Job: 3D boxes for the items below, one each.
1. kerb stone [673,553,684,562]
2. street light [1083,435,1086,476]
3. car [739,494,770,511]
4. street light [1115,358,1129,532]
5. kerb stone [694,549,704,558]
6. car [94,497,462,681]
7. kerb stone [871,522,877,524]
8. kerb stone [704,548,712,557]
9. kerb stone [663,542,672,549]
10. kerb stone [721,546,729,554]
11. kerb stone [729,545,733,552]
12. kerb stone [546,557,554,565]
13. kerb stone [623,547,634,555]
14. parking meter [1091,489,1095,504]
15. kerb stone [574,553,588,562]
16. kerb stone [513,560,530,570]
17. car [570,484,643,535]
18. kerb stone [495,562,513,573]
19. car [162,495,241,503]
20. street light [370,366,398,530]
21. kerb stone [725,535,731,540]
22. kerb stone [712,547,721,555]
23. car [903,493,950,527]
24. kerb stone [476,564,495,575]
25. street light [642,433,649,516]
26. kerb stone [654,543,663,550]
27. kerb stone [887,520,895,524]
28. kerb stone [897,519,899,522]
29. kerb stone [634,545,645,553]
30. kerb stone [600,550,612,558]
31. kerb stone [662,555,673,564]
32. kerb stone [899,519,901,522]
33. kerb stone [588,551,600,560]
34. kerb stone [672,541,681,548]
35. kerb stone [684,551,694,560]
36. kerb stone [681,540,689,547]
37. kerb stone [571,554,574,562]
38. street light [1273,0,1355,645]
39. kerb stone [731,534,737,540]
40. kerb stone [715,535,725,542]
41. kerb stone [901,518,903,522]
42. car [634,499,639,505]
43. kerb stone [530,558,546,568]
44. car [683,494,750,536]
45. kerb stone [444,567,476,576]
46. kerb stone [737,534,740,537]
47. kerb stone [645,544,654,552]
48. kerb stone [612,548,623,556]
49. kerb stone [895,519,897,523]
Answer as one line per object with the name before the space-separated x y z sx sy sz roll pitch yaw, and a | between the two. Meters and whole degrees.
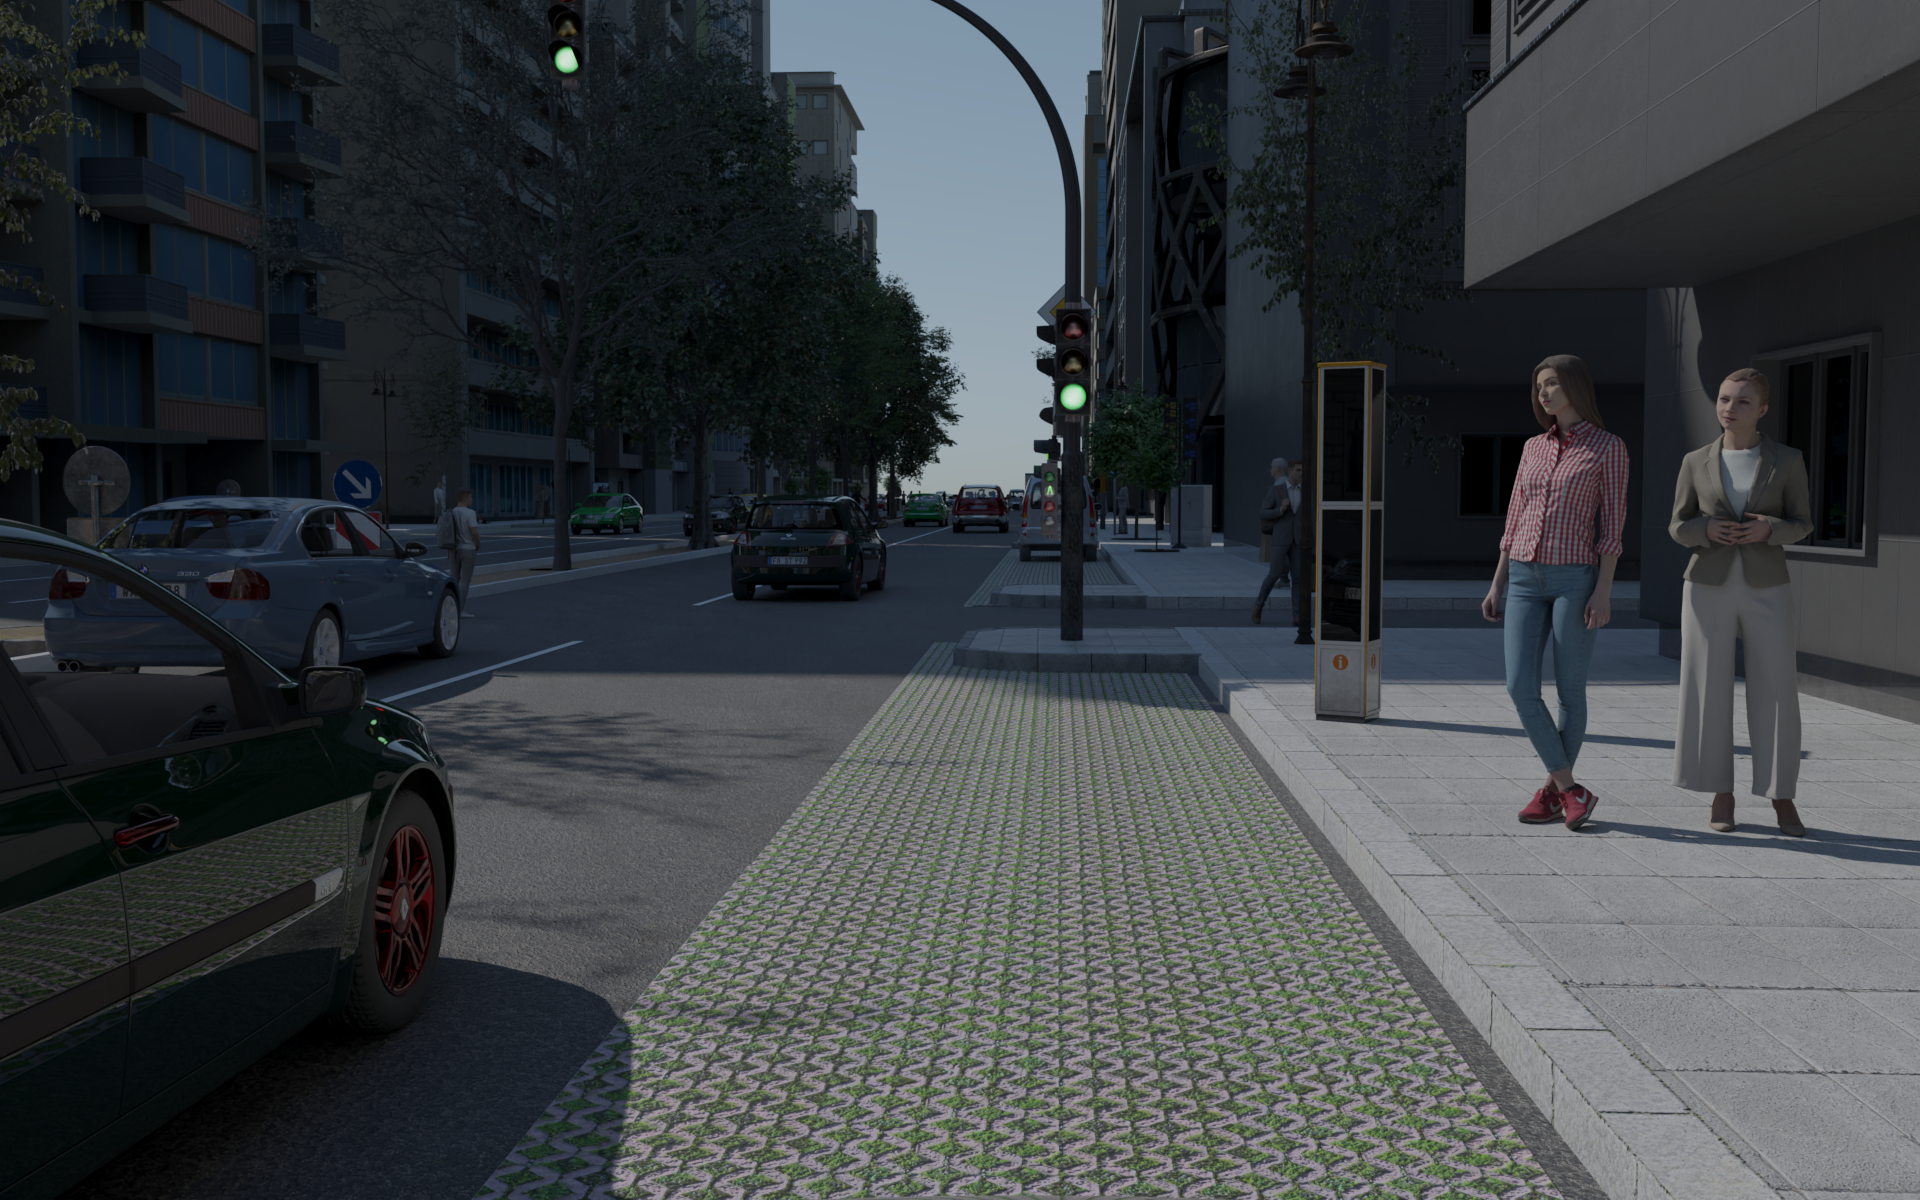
kerb stone | -6.073 -0.881 36.680 0.120 0.150 1.000 0 4 3
street light | 9.763 -9.992 136.151 0.468 5.910 1.993 0 4 3
car | -8.268 -3.600 69.081 2.015 1.641 3.980 0 4 4
street light | 5.470 -5.267 58.901 0.468 5.910 1.993 0 4 3
kerb stone | -5.953 -1.010 38.733 0.120 0.150 1.000 0 4 3
car | -5.364 -0.102 13.676 2.014 1.417 4.499 0 4 1
kerb stone | -3.788 -3.391 77.635 0.120 0.150 1.000 0 4 3
kerb stone | -5.905 -1.074 39.754 0.120 0.150 1.000 0 4 3
kerb stone | -7.714 -1.396 45.038 0.120 0.150 1.000 0 4 3
kerb stone | -5.787 -1.195 41.801 0.120 0.150 1.000 0 4 3
kerb stone | -5.731 -1.259 42.822 0.120 0.150 1.000 0 4 3
kerb stone | -8.281 -0.770 34.792 0.120 0.150 1.000 0 4 3
kerb stone | -7.939 -1.146 40.931 0.120 0.150 1.000 0 4 3
parking meter | 7.074 -5.197 93.379 0.372 1.533 0.369 0 3 0
kerb stone | -8.171 -0.896 36.838 0.120 0.150 1.000 0 4 3
kerb stone | -8.398 -0.644 32.743 0.120 0.150 1.000 0 4 3
car | -12.677 -3.270 62.257 1.959 1.807 4.718 0 4 3
kerb stone | -8.456 -0.579 31.723 0.120 0.150 1.000 0 4 3
car | -13.995 -1.222 31.984 2.014 1.417 4.499 0 4 4
street light | -20.689 -5.481 62.398 0.468 5.910 1.993 0 4 3
kerb stone | -7.260 -1.897 53.218 0.120 0.150 1.000 0 4 3
kerb stone | -5.853 -1.135 40.781 0.120 0.150 1.000 0 4 3
car | -1.484 -4.158 76.772 1.959 1.807 4.718 0 4 4
kerb stone | -8.512 -0.520 30.702 0.120 0.150 1.000 0 4 3
street light | -18.505 -7.850 101.131 0.468 5.910 1.993 0 4 3
kerb stone | -7.776 -1.335 44.018 0.120 0.150 1.000 0 4 3
kerb stone | -3.389 -3.829 84.796 0.120 0.150 1.000 0 4 3
kerb stone | -3.269 -3.950 86.852 0.120 0.150 1.000 0 4 3
kerb stone | -7.879 -1.209 41.961 0.120 0.150 1.000 0 4 3
kerb stone | -8.060 -1.021 38.885 0.120 0.150 1.000 0 4 3
kerb stone | -6.133 -0.823 35.659 0.120 0.150 1.000 0 4 3
kerb stone | -3.212 -4.017 87.872 0.120 0.150 1.000 0 4 3
kerb stone | -8.117 -0.956 37.858 0.120 0.150 1.000 0 4 3
kerb stone | -7.651 -1.460 46.067 0.120 0.150 1.000 0 4 3
kerb stone | -6.019 -0.945 37.706 0.120 0.150 1.000 0 4 3
kerb stone | -7.594 -1.522 47.088 0.120 0.150 1.000 0 4 3
kerb stone | -8.227 -0.833 35.815 0.120 0.150 1.000 0 4 3
street light | 2.952 -2.561 14.657 0.468 5.910 1.993 0 4 3
kerb stone | -7.201 -1.960 54.243 0.120 0.150 1.000 0 4 3
kerb stone | -7.312 -1.835 52.198 0.120 0.150 1.000 0 4 3
kerb stone | -3.149 -4.075 88.896 0.120 0.150 1.000 0 4 3
car | -15.209 -3.889 76.173 1.945 1.354 3.894 0 4 3
kerb stone | -8.337 -0.708 33.763 0.120 0.150 1.000 0 4 3
car | -8.384 -3.067 59.938 2.009 1.686 4.222 0 4 5
kerb stone | -8.574 -0.458 29.681 0.120 0.150 1.000 0 4 3
kerb stone | -7.146 -2.017 55.266 0.120 0.150 1.000 0 4 3
kerb stone | -7.821 -1.271 42.981 0.120 0.150 1.000 0 4 3
kerb stone | -8.000 -1.077 39.906 0.120 0.150 1.000 0 4 3
kerb stone | -3.328 -3.891 85.823 0.120 0.150 1.000 0 4 3
